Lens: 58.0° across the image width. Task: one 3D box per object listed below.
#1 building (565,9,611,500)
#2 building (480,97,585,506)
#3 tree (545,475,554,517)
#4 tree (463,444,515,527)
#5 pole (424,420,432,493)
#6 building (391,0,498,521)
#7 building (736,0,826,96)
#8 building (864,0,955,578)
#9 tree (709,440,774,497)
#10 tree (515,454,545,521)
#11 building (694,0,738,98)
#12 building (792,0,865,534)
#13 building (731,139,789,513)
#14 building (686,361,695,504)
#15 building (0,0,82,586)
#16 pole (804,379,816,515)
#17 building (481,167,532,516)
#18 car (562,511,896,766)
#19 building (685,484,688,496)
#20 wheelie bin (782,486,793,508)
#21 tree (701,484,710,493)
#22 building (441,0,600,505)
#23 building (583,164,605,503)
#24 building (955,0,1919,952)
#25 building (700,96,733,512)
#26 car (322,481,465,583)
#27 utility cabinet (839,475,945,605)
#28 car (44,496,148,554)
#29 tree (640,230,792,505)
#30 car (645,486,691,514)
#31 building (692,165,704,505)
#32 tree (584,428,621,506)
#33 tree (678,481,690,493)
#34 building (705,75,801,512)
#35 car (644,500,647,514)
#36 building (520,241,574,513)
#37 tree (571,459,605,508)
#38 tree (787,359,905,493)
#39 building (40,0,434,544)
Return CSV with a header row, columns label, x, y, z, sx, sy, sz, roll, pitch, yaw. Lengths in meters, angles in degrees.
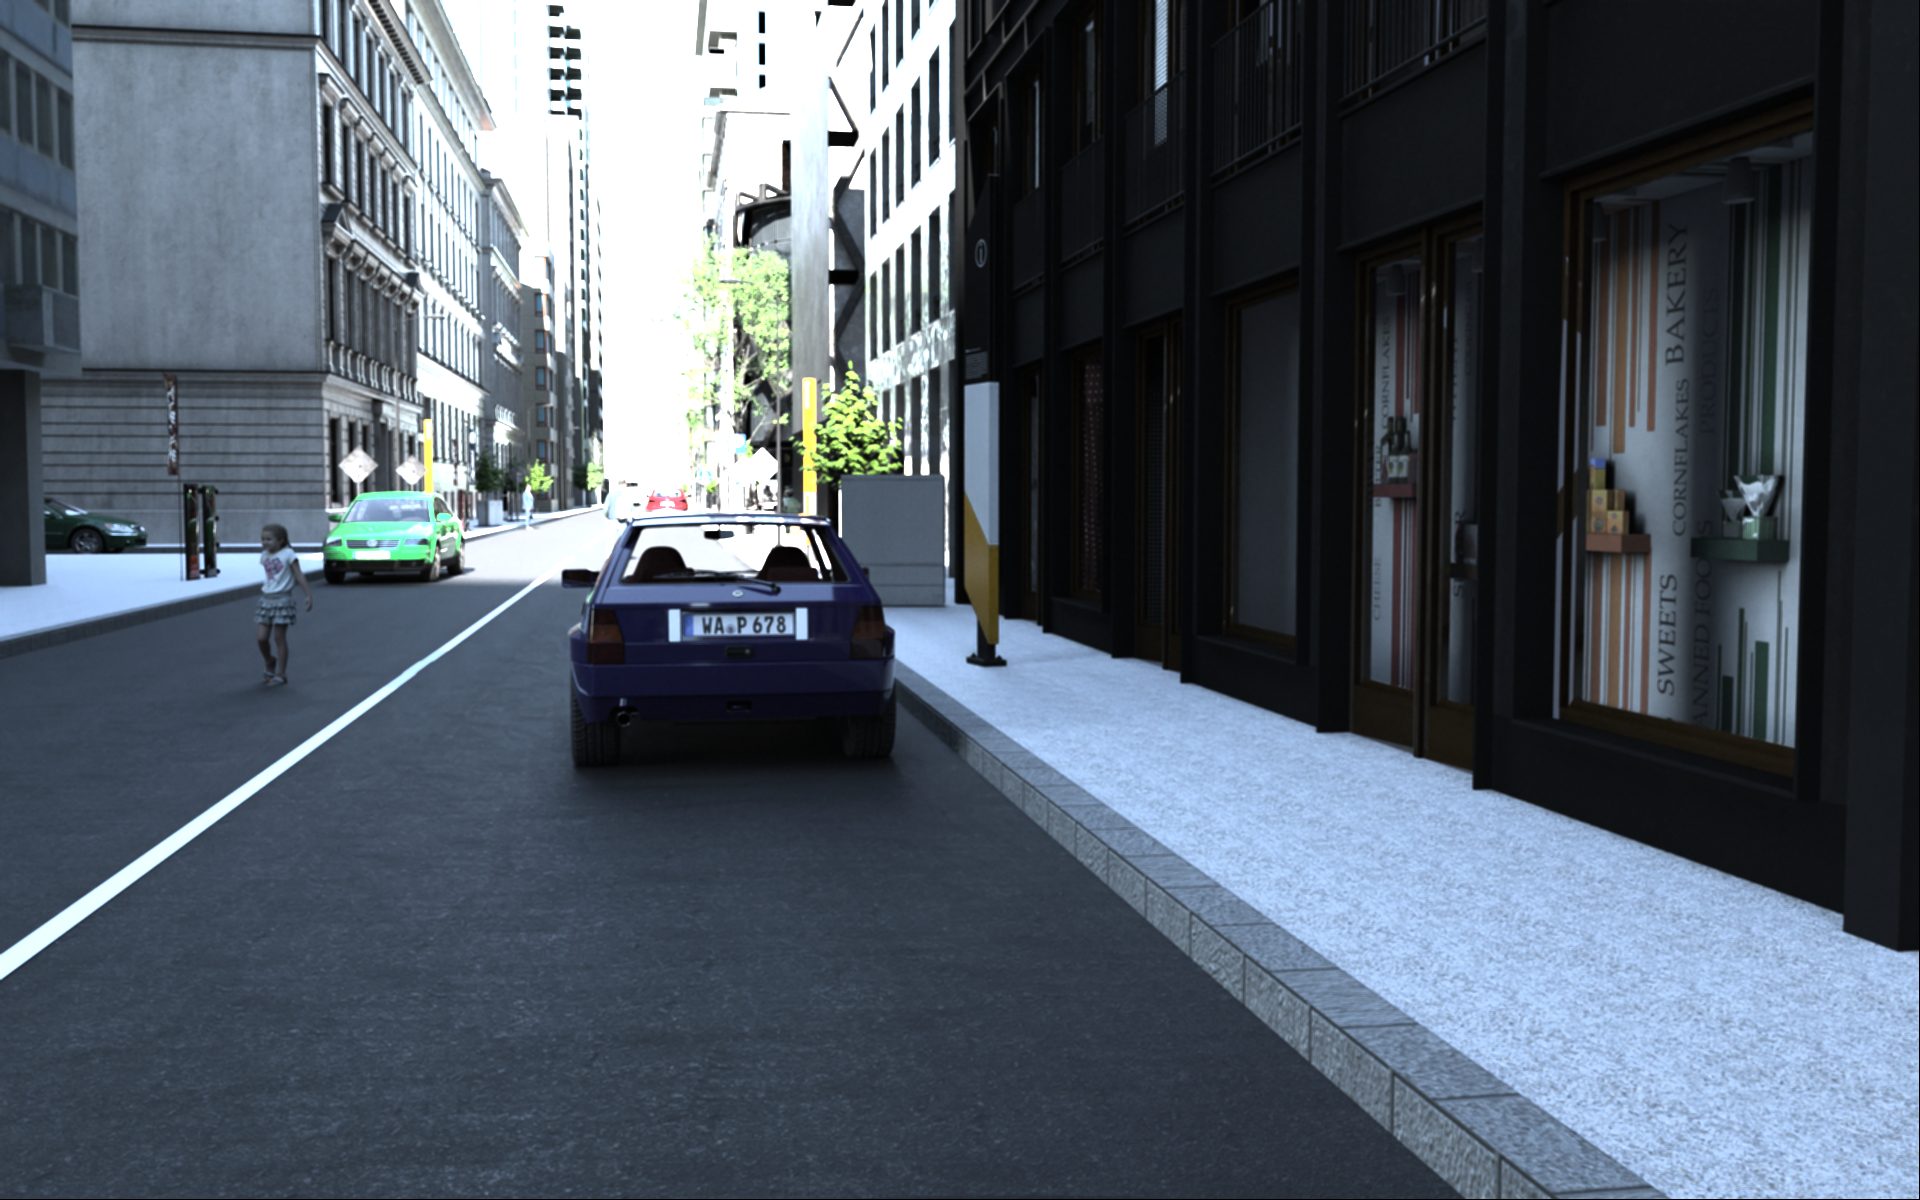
label,x,y,z,sx,sy,sz,roll,pitch,yaw
building,-63.539,-50.290,260.490,20.563,71.187,20.611,-1,4,-10
building,-46.877,-30.414,180.870,14.154,41.232,14.086,-1,4,-10
tree,-23.054,-6.136,94.929,1.663,3.219,1.824,0,3,0
tree,-18.385,-4.445,67.278,1.663,3.219,1.824,0,3,0
pole,-14.663,-3.299,47.786,0.158,3.312,0.155,0,3,0
building,-29.940,-14.871,76.419,16.112,22.955,30.059,-1,4,-10
building,-10.671,-51.333,151.960,22.319,86.520,31.000,-1,4,-10
building,4.535,-10.665,29.126,10.420,20.320,16.860,-1,4,-10
tree,-7.588,-4.101,61.652,1.663,3.219,1.824,0,3,0
tree,-21.031,-5.372,82.426,1.663,3.219,1.824,0,3,0
building,-13.001,-36.268,182.214,28.713,52.752,27.495,-1,4,-10
building,3.538,-11.540,56.133,16.811,18.784,16.820,-1,4,-10
building,-3.109,-13.482,87.878,16.820,18.784,16.811,-1,4,-10
building,-24.017,-24.282,242.048,27.650,21.520,28.899,-1,4,-10
building,-23.096,-19.820,15.937,23.993,40.220,32.217,-1,4,-10
pole,-2.662,-2.256,30.721,0.158,3.312,0.155,0,3,0
building,-31.825,-16.262,102.041,11.583,22.565,21.152,-1,4,-10
car,-1.456,0.122,10.585,1.945,1.354,3.894,-1,4,-10
building,-26.739,-35.224,267.795,32.217,40.220,23.993,-1,4,-10
wheelie bin,-6.700,-3.771,69.565,0.980,1.594,0.693,1,4,16
tree,-17.541,-7.771,121.654,1.663,3.219,1.824,0,3,0
building,-56.022,-55.061,212.917,22.319,86.520,31.000,-1,4,-10
building,-60.658,-37.689,239.917,21.300,48.544,21.600,-1,4,-10
building,7.342,-11.210,12.958,12.332,23.373,15.834,-1,4,-10
building,-12.368,-21.938,130.384,14.160,30.474,14.107,-1,4,-10
car,-9.566,-1.262,29.425,1.959,1.807,4.718,-1,4,-8
utility cabinet,-0.761,-0.680,19.790,1.173,1.500,0.318,0,4,2
car,-21.330,-1.713,39.800,4.920,1.459,2.131,-1,4,-9
tree,-8.781,-8.751,68.840,9.928,11.665,9.643,0,3,0
car,-14.526,-4.741,86.182,2.281,1.827,5.304,-1,4,-9
building,-26.647,-32.745,218.969,14.154,41.232,14.086,-1,4,-10
tree,-40.044,-14.861,193.344,4.360,8.622,3.978,0,3,0
tree,-35.270,-13.844,220.951,1.663,3.219,1.824,0,3,0
building,-9.233,-19.007,108.022,12.463,27.353,25.104,-1,4,-10
car,-18.970,-6.104,109.594,2.009,1.686,4.222,-1,4,-9
building,-44.226,-17.461,130.525,27.650,21.520,28.899,-1,4,-10
tree,-34.573,-10.832,160.814,4.285,4.588,4.351,0,3,0
tree,-1.665,-1.851,24.873,1.663,3.219,1.824,0,3,0
building,-22.616,-11.505,52.733,10.561,19.102,19.286,-1,4,-10
